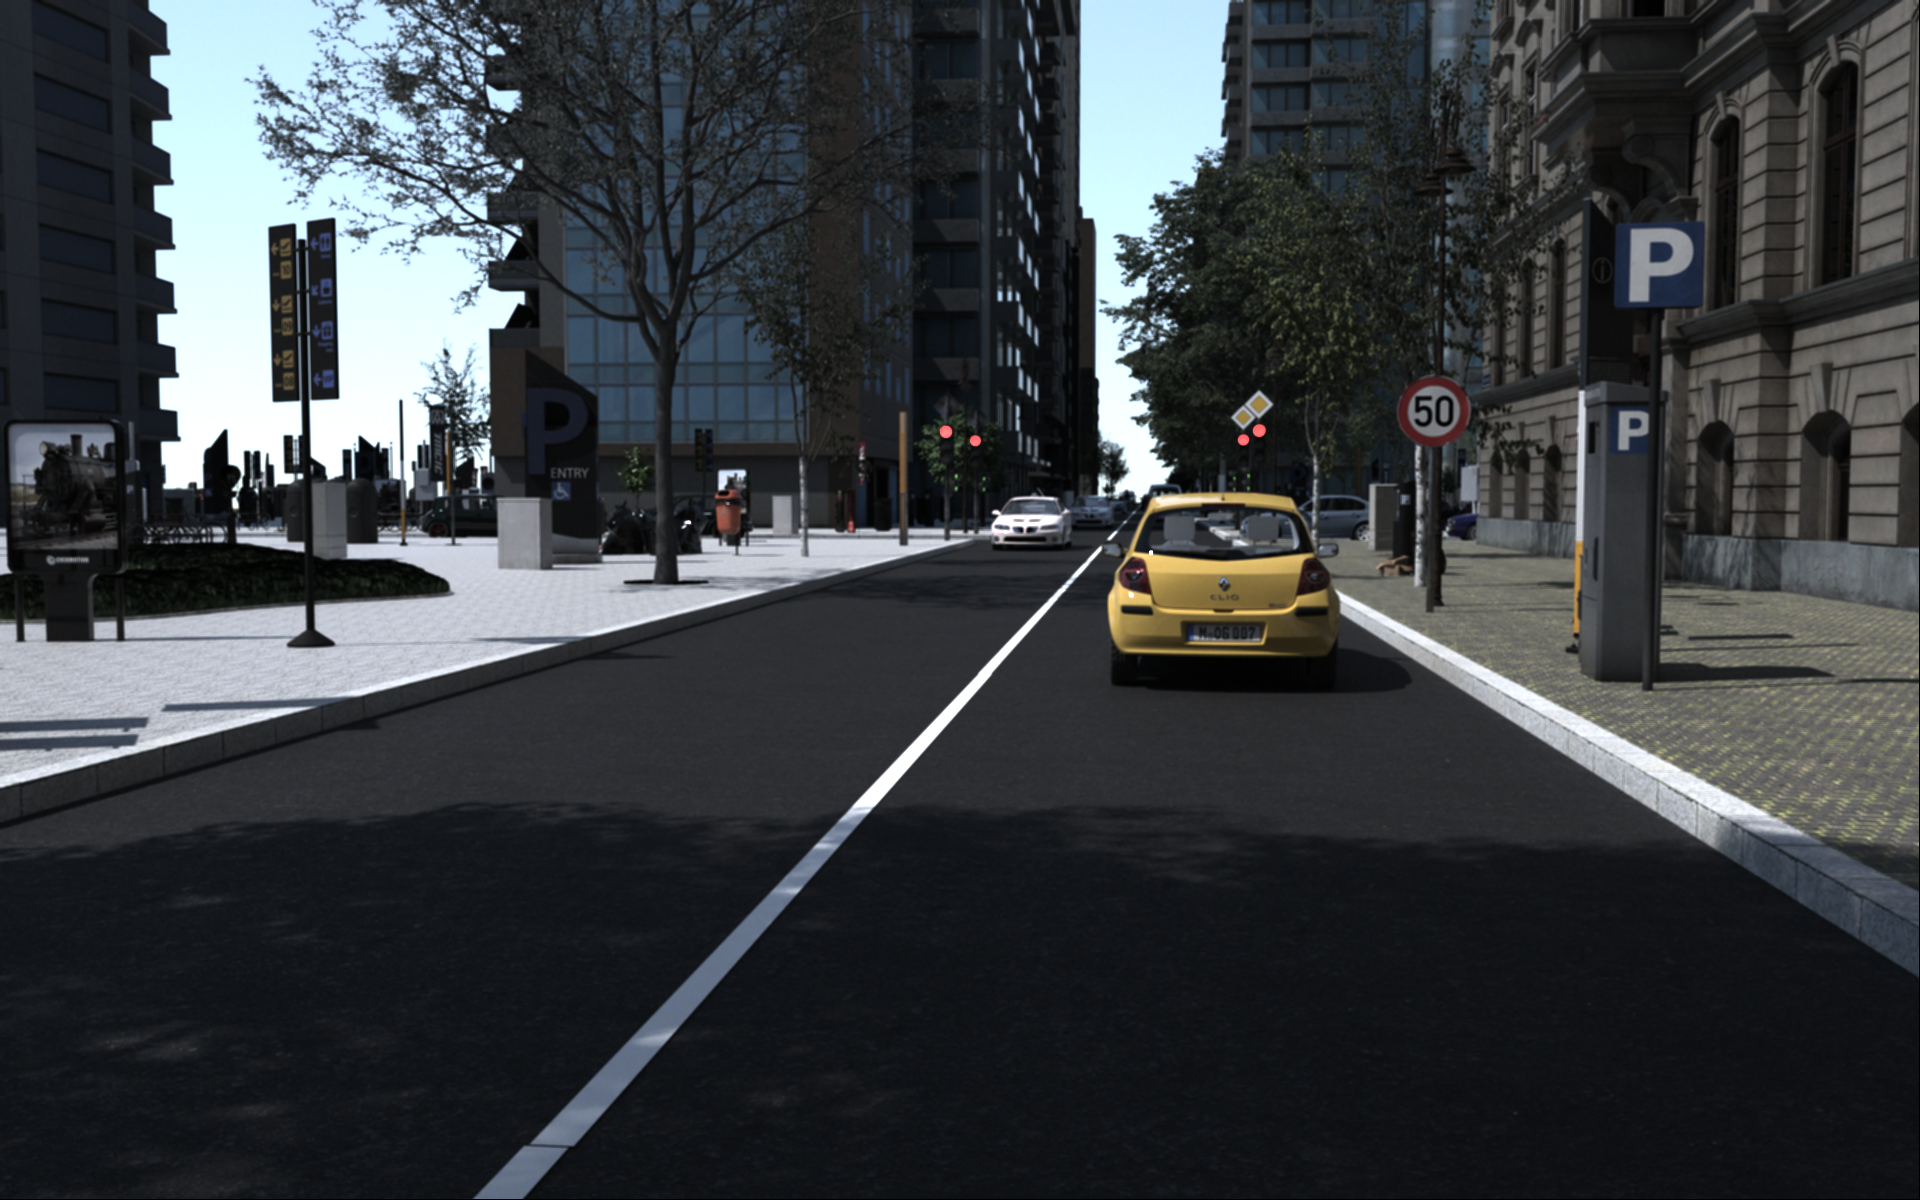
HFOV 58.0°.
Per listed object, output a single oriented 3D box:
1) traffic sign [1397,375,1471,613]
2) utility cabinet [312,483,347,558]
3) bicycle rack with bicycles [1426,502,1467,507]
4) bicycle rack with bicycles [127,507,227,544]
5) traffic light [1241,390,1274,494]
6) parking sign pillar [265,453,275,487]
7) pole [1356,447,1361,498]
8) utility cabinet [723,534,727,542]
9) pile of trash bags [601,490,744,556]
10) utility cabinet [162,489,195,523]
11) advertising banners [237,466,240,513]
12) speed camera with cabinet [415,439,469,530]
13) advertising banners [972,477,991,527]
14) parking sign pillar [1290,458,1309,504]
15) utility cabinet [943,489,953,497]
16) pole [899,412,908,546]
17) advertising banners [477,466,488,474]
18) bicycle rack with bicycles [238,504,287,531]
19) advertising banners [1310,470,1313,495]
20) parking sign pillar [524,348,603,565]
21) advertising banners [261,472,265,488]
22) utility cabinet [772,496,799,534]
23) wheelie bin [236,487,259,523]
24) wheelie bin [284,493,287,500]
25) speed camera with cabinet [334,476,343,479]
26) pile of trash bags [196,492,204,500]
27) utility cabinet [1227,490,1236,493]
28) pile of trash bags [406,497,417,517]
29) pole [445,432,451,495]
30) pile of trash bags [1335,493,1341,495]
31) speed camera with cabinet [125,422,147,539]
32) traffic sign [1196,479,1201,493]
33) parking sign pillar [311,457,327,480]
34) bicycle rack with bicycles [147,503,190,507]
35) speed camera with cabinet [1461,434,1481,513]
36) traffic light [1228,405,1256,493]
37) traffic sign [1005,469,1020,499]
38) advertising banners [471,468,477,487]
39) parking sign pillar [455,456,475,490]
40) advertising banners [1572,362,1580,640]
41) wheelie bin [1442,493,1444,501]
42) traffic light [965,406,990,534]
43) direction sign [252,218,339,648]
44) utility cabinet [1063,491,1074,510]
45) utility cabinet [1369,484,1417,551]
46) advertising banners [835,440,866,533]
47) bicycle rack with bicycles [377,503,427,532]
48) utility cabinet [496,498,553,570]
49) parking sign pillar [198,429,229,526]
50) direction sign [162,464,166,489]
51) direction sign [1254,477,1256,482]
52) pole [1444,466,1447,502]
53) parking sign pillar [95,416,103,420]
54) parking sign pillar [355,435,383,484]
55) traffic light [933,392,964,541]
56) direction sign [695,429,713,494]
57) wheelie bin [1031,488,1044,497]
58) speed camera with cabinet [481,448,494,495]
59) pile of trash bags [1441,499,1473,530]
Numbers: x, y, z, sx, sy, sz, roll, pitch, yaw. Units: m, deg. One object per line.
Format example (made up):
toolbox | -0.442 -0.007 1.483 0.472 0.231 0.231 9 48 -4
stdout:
traffic sign | 5.092 -1.136 18.687 0.768 2.556 0.104 1 4 9
utility cabinet | -12.245 -1.525 33.605 0.318 1.500 1.173 0 4 -3
bicycle rack with bicycles | 21.575 -3.837 76.117 2.852 0.926 2.925 2 4 28
bicycle rack with bicycles | -18.090 -1.573 39.096 2.925 0.926 2.852 -2 4 -25
traffic light | 8.028 -3.536 46.727 0.839 4.253 0.868 0 4 6
parking sign pillar | -45.273 -7.652 113.575 1.447 3.967 1.447 -2 4 -26
pole | 17.128 -4.932 74.475 0.158 3.312 0.155 0 3 0
utility cabinet | -6.289 -2.184 46.867 0.306 1.237 1.020 0 4 -8
pile of trash bags | -5.993 -1.653 36.787 3.447 1.369 1.912 2 4 32
utility cabinet | -32.281 -3.847 71.578 1.173 1.500 0.318 -1 4 -15
advertising banners | -45.038 -6.855 108.264 0.090 3.025 2.074 -1 4 -15
speed camera with cabinet | -18.662 -4.188 62.818 2.038 3.252 0.660 0 3 0
advertising banners | 0.877 -4.401 68.145 0.090 3.025 2.074 -1 4 -20
parking sign pillar | 23.717 -8.107 121.018 1.447 3.967 1.447 3 5 39
utility cabinet | -0.559 -4.357 79.919 0.318 1.500 1.173 0 4 8
pole | -1.401 -3.009 43.044 0.158 3.312 0.155 0 3 0
advertising banners | -28.832 -6.815 107.617 2.074 3.025 0.090 1 4 9
bicycle rack with bicycles | -24.360 -2.967 61.894 2.852 0.926 2.925 0 4 -1
advertising banners | 25.295 -7.808 123.848 0.090 3.025 2.074 0 4 -3
parking sign pillar | -7.372 -2.666 32.060 1.447 3.967 1.447 0 4 -5
advertising banners | -53.720 -8.454 134.415 2.074 3.025 0.090 3 5 42
utility cabinet | -5.595 -2.720 55.637 0.306 1.237 1.020 -3 5 -43
wheelie bin | -31.827 -4.257 77.503 0.693 1.594 0.980 3 4 38
wheelie bin | -28.096 -3.992 73.175 0.980 1.594 0.693 1 4 22
speed camera with cabinet | -30.627 -5.671 87.063 0.660 3.252 2.038 1 4 13
pile of trash bags | -42.820 -5.288 96.213 3.447 1.369 1.912 2 4 30
utility cabinet | 14.268 -4.898 88.762 1.173 1.500 0.318 2 4 34
pile of trash bags | -31.526 -5.224 95.166 3.447 1.369 1.912 1 4 16
pole | -16.808 -3.869 57.098 0.158 3.312 0.155 0 3 0
pile of trash bags | 26.478 -6.701 119.315 1.912 1.369 3.447 0 4 -7
speed camera with cabinet | -23.064 -3.288 48.093 0.660 3.252 2.038 -1 4 -18
traffic sign | 16.456 -7.121 118.552 0.606 2.300 0.079 0 4 7
parking sign pillar | -42.878 -7.767 115.456 1.447 3.967 1.447 -3 5 -39
bicycle rack with bicycles | -27.280 -2.794 59.059 2.852 0.926 2.925 2 4 26
speed camera with cabinet | 17.005 -3.807 56.587 0.660 3.252 2.038 3 4 37
traffic light | 8.903 -4.021 54.664 0.839 4.253 0.868 0 4 6
traffic sign | 2.113 -4.164 70.219 0.606 2.300 0.079 1 4 10
advertising banners | -33.372 -7.346 116.294 2.074 3.025 0.090 -1 4 -12
parking sign pillar | -34.605 -8.117 121.184 1.447 3.967 1.447 -1 4 -8
advertising banners | 5.596 -1.189 15.623 0.090 3.025 2.074 1 4 20
wheelie bin | 28.467 -5.850 103.555 0.980 1.594 0.693 -2 4 -32
traffic light | 0.541 -4.076 55.567 0.839 4.253 0.868 0 4 6
direction sign | -5.484 -1.378 14.526 0.876 3.537 0.379 2 4 34
utility cabinet | 7.621 -6.935 122.062 0.318 1.500 1.173 2 4 30
utility cabinet | 9.802 -1.851 38.942 1.173 1.500 0.318 -1 4 -15
advertising banners | -3.593 -3.722 57.048 0.090 3.025 2.074 -2 4 -32
bicycle rack with bicycles | -19.324 -2.796 59.091 2.925 0.926 2.852 0 4 5
utility cabinet | -7.414 -1.123 29.530 1.020 1.237 0.306 2 4 31
parking sign pillar | -30.554 -5.056 71.134 1.447 3.967 1.447 0 4 5
direction sign | -60.628 -8.548 131.760 0.876 3.537 0.379 3 4 38
direction sign | 19.858 -7.740 118.552 0.876 3.537 0.379 3 5 41
pole | 34.765 -7.963 124.032 0.158 3.312 0.155 0 3 0
parking sign pillar | -30.183 -4.389 60.231 1.447 3.967 1.447 1 4 22
parking sign pillar | -26.968 -5.540 79.059 1.447 3.967 1.447 2 4 23
traffic light | -0.334 -3.591 47.630 0.839 4.253 0.868 0 4 6
direction sign | -8.905 -4.176 60.281 0.379 3.537 0.876 2 4 34
wheelie bin | 4.004 -4.982 89.370 0.693 1.594 0.980 0 4 8
speed camera with cabinet | -20.986 -4.920 74.782 2.038 3.252 0.660 0 4 -1
pile of trash bags | 17.350 -3.181 61.758 1.912 1.369 3.447 -2 4 -34
